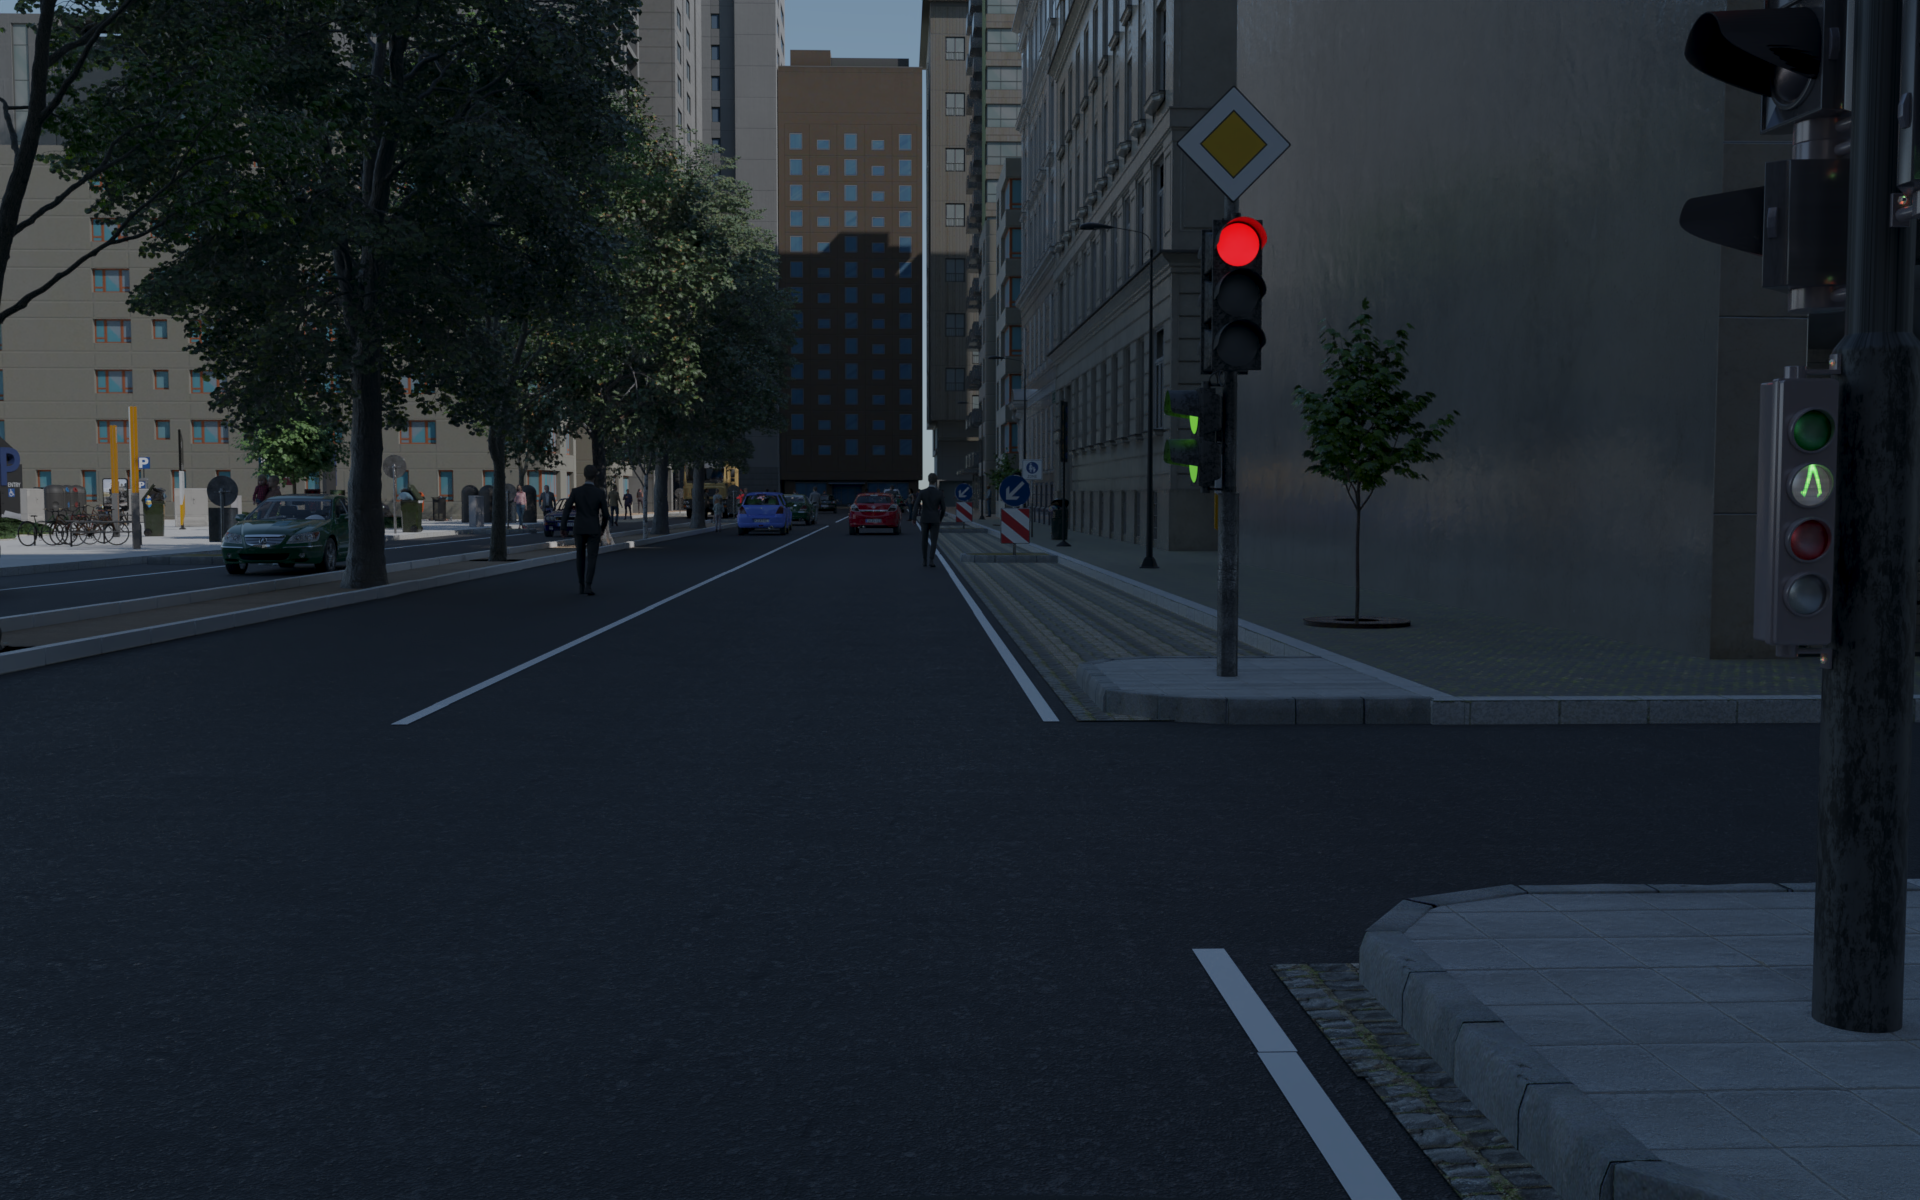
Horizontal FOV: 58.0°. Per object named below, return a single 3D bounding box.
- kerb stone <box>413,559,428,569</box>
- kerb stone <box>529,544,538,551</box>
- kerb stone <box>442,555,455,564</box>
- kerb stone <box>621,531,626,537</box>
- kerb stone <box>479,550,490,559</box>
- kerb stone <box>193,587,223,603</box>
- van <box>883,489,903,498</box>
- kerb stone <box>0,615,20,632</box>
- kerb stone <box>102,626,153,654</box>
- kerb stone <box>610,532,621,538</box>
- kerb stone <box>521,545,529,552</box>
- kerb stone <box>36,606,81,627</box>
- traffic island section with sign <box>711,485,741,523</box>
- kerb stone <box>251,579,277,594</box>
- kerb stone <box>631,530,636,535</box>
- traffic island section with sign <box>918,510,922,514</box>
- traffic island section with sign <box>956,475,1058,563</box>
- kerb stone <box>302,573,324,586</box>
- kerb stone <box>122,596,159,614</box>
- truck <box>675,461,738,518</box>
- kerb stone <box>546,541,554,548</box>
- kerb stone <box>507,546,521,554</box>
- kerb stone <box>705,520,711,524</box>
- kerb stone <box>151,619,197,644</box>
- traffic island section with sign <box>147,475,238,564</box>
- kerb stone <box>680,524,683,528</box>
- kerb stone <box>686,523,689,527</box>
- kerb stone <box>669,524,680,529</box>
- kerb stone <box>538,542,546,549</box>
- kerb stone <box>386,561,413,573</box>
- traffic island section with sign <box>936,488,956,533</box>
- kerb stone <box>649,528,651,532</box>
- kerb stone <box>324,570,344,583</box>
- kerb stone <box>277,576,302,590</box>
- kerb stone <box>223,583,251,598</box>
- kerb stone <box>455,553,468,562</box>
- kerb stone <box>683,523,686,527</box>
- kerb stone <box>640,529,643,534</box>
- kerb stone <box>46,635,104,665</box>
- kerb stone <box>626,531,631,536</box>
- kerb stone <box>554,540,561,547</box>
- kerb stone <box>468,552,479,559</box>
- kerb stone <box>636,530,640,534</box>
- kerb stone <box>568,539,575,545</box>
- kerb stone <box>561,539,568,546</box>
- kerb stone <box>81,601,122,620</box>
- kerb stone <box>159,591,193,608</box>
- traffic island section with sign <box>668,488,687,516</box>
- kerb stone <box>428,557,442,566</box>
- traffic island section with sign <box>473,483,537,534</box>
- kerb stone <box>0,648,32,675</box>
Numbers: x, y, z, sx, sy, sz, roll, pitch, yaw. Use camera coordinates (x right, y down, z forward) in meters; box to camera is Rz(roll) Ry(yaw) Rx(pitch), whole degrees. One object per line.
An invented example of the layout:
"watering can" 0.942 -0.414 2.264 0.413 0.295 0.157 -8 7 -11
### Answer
"kerb stone" -10.476 -0.681 33.334 0.120 0.150 1.000 0 4 -2
"kerb stone" -10.855 -1.308 43.582 0.120 0.150 1.000 0 4 -2
"kerb stone" -10.555 -0.807 35.390 0.120 0.150 1.000 0 4 -2
"kerb stone" -11.381 -2.182 57.907 0.120 0.150 1.000 0 4 -2
"kerb stone" -10.665 -0.995 38.460 0.120 0.150 1.000 0 4 -2
"kerb stone" -10.112 -0.055 23.089 0.120 0.150 1.000 0 4 -2
"van" -5.651 -8.247 141.843 2.013 2.044 4.112 0 4 -4
"kerb stone" -9.923 0.259 17.957 0.120 0.150 1.000 0 4 -2
"kerb stone" -7.755 0.379 15.998 0.120 0.150 1.000 0 4 -2
"kerb stone" -11.343 -2.122 56.886 0.120 0.150 1.000 0 4 -2
"kerb stone" -10.811 -1.245 42.558 0.120 0.150 1.000 0 4 -2
"kerb stone" -9.960 0.196 18.990 0.120 0.150 1.000 0 4 -2
"traffic island section with sign" -11.364 -4.798 86.587 2.006 1.907 1.989 0 4 -2
"kerb stone" -10.189 -0.180 25.133 0.120 0.150 1.000 0 4 -2
"kerb stone" -11.450 -2.306 59.951 0.120 0.150 1.000 0 4 -2
"traffic island section with sign" -1.784 -6.439 113.906 1.989 1.847 2.006 0 4 -2
"traffic island section with sign" 1.007 -1.723 36.801 1.989 1.847 2.006 0 4 -2
"kerb stone" -10.249 -0.305 27.186 0.120 0.150 1.000 0 4 -2
"kerb stone" -10.036 0.073 21.046 0.120 0.150 1.000 0 4 -2
"truck" -15.026 -6.642 104.514 3.469 3.379 9.791 0 4 -3
"kerb stone" -10.926 -1.433 45.626 0.120 0.150 1.000 0 4 -2
"kerb stone" -10.768 -1.183 41.537 0.120 0.150 1.000 0 4 -2
"kerb stone" -12.381 -3.873 85.519 0.120 0.150 1.000 0 4 -2
"kerb stone" -7.789 0.317 17.020 0.120 0.150 1.000 0 4 -2
"traffic island section with sign" -15.592 -1.687 36.209 1.989 1.847 2.006 0 4 -2
"kerb stone" -11.928 -3.122 73.239 0.120 0.150 1.000 0 4 -2
"kerb stone" -12.011 -3.243 75.286 0.120 0.150 1.000 0 4 -2
"kerb stone" -11.893 -3.059 72.217 0.120 0.150 1.000 0 4 -2
"kerb stone" -10.887 -1.371 44.604 0.120 0.150 1.000 0 4 -2
"kerb stone" -10.449 -0.617 32.304 0.120 0.150 1.000 0 4 -2
"traffic island section with sign" 0.011 -3.412 64.420 1.989 1.847 2.006 0 4 -2
"kerb stone" -11.597 -2.559 64.039 0.120 0.150 1.000 0 4 -2
"kerb stone" -10.295 -0.368 28.212 0.120 0.150 1.000 0 4 -2
"kerb stone" -10.217 -0.243 26.161 0.120 0.150 1.000 0 4 -2
"kerb stone" -10.157 -0.117 24.110 0.120 0.150 1.000 0 4 -2
"kerb stone" -10.590 -0.866 36.412 0.120 0.150 1.000 0 4 -2
"kerb stone" -11.967 -3.185 74.264 0.120 0.150 1.000 0 4 -2
"kerb stone" -11.529 -2.434 61.995 0.120 0.150 1.000 0 4 -2
"kerb stone" -7.719 0.442 14.977 0.120 0.150 1.000 0 4 -2
"kerb stone" -11.416 -2.247 58.929 0.120 0.150 1.000 0 4 -2
"kerb stone" -10.966 -1.493 46.650 0.120 0.150 1.000 0 4 -2
"kerb stone" -10.624 -0.931 37.439 0.120 0.150 1.000 0 4 -2
"kerb stone" -11.489 -2.372 60.972 0.120 0.150 1.000 0 4 -2
"kerb stone" -11.043 -1.621 48.695 0.120 0.150 1.000 0 4 -2
"kerb stone" -11.007 -1.558 47.671 0.120 0.150 1.000 0 4 -2
"kerb stone" -10.004 0.134 20.020 0.120 0.150 1.000 0 4 -2
"kerb stone" -10.073 0.008 22.068 0.120 0.150 1.000 0 4 -2
"traffic island section with sign" -18.421 -6.445 113.998 1.989 1.847 2.006 0 4 -2
"kerb stone" -10.523 -0.740 34.355 0.120 0.150 1.000 0 4 -2
"traffic island section with sign" -16.570 -3.341 63.252 1.989 1.847 2.006 0 4 -2
"kerb stone" -7.674 0.505 13.945 0.120 0.150 1.000 0 4 -2
